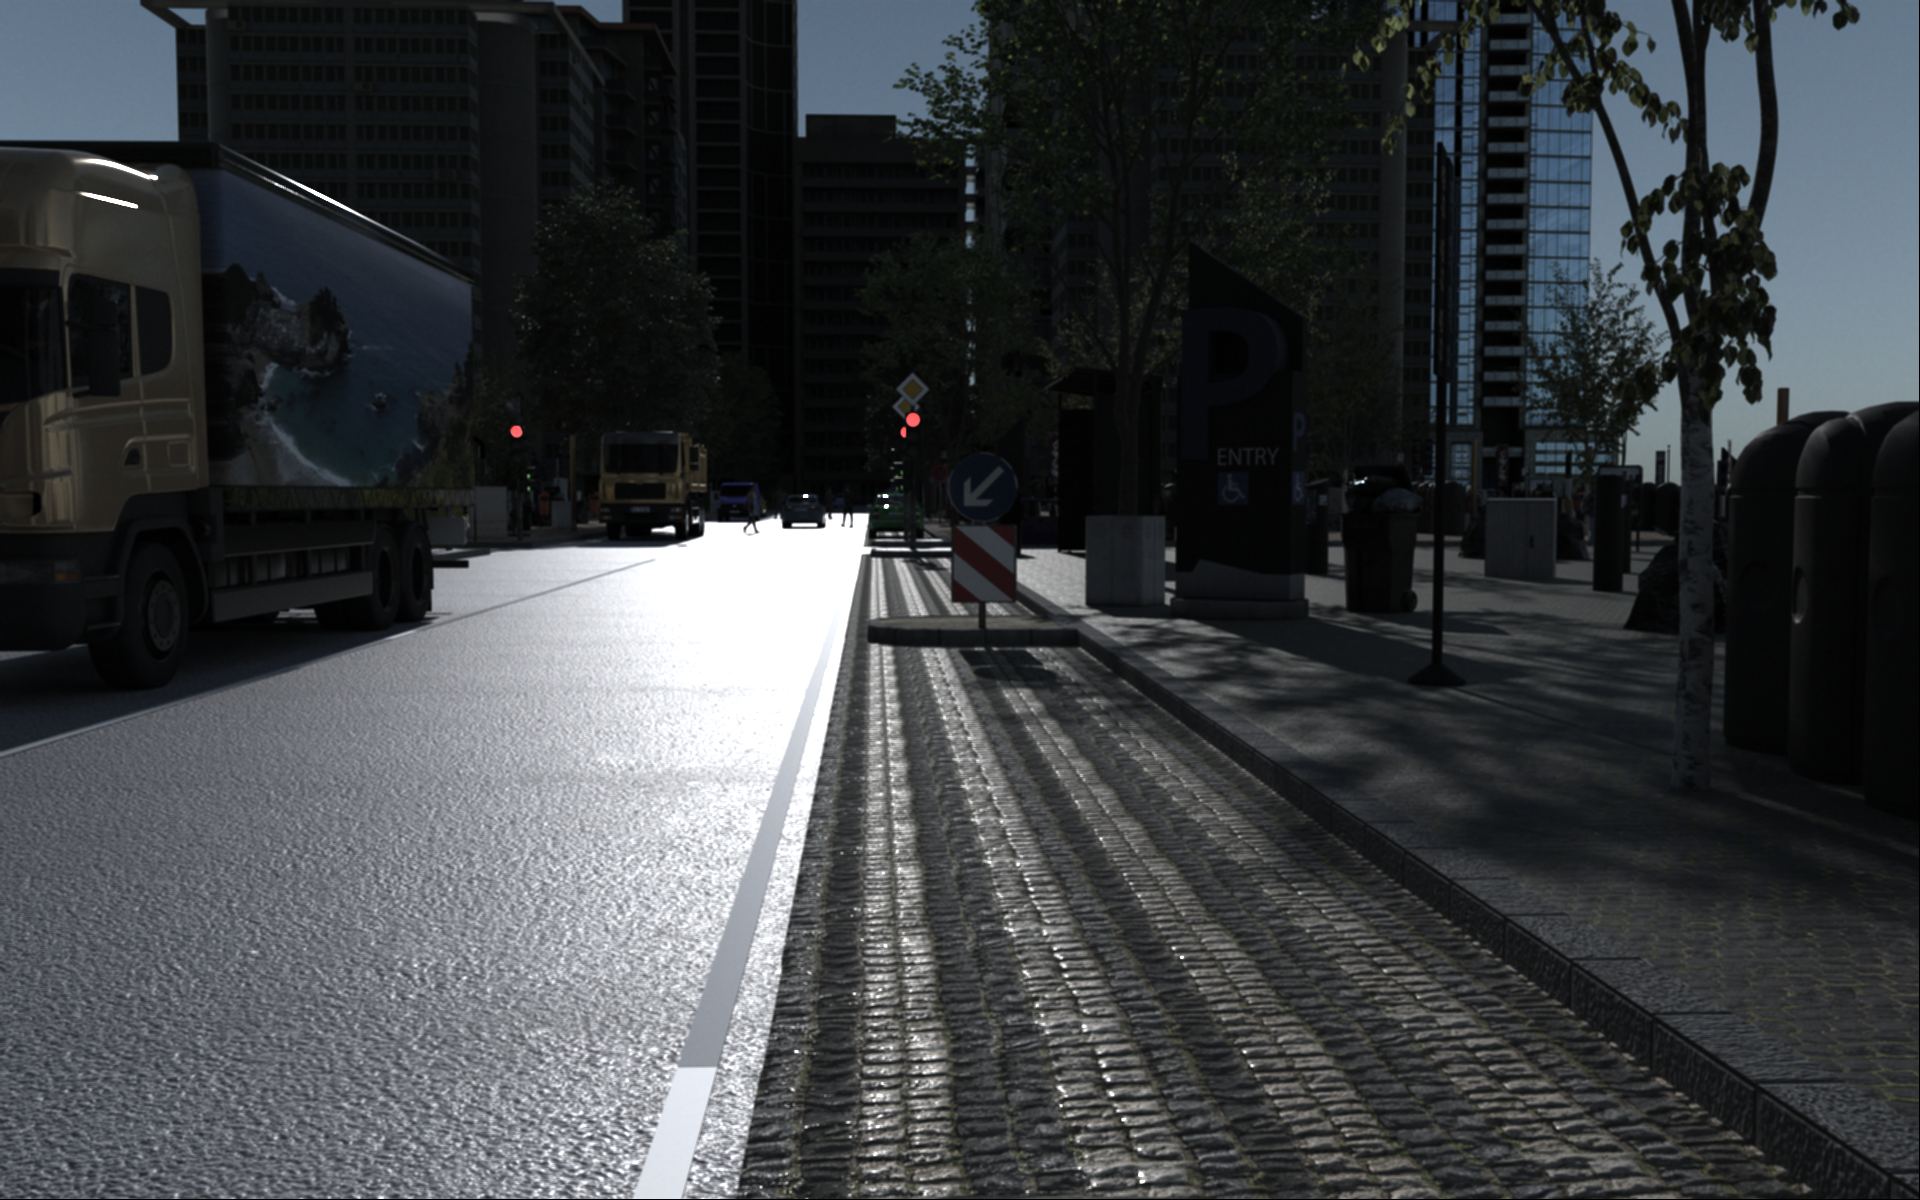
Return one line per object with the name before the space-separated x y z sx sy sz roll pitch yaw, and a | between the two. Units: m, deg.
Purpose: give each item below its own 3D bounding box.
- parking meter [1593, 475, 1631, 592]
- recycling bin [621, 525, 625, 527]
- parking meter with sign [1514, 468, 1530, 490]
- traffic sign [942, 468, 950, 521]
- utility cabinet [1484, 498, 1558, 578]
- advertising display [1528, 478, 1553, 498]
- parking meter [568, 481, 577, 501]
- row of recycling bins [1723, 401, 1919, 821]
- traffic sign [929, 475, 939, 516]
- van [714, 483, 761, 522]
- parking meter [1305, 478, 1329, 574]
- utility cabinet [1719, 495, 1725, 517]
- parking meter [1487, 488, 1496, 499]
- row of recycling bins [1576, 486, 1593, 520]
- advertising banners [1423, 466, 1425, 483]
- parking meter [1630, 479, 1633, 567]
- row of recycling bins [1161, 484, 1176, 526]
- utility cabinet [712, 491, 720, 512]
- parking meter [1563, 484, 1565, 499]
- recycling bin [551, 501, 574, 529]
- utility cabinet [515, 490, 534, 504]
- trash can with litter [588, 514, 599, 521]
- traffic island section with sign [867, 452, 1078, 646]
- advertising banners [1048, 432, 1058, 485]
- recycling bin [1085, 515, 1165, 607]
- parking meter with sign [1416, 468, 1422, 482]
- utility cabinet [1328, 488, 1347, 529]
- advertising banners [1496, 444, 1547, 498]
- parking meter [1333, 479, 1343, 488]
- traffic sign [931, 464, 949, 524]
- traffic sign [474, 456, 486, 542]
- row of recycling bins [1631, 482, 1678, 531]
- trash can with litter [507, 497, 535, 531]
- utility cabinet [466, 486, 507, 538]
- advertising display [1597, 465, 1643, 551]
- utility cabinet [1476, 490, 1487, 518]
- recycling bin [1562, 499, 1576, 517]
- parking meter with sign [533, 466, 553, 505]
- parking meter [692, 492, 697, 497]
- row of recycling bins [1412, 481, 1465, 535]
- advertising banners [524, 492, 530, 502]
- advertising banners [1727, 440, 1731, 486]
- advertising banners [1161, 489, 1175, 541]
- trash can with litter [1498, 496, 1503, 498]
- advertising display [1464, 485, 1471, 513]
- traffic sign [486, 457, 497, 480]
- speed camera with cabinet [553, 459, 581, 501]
parking meter | 8.590 -0.888 22.931 0.372 1.533 0.369 0 3 0
recycling bin | -13.476 -3.401 68.167 0.722 1.027 0.722 1 4 9
parking meter with sign | 36.919 -7.223 114.355 0.543 3.016 1.738 3 5 45
traffic sign | -0.664 -5.122 83.848 0.768 2.556 0.104 0 4 2
utility cabinet | 8.638 -0.950 26.689 1.020 1.237 0.306 2 4 29
advertising display | 23.742 -4.014 70.842 0.974 1.923 0.123 1 4 8
parking meter | -17.385 -4.402 77.687 0.399 1.863 0.255 0 4 -7
row of recycling bins | 4.231 -0.015 7.351 1.069 1.692 3.534 0 4 3
traffic sign | -1.433 -6.195 101.391 0.768 2.556 0.104 0 4 5
van | -11.647 -5.317 91.320 2.240 2.365 5.245 0 4 -2
parking meter | 5.717 -1.183 27.758 0.372 1.533 0.369 0 3 0
utility cabinet | 33.773 -4.056 77.479 0.306 1.237 1.020 -2 4 -34
parking meter | 23.888 -4.248 77.862 0.372 1.533 0.369 0 3 0
row of recycling bins | 30.944 -4.687 83.737 1.069 1.692 3.534 -1 4 -11
advertising banners | 28.512 -6.826 107.797 0.090 3.025 2.074 0 4 -8
parking meter | 10.798 -1.220 28.363 0.372 1.533 0.369 0 3 0
row of recycling bins | 8.193 -3.919 71.192 1.069 1.692 3.534 -1 4 -14
utility cabinet | -16.780 -6.818 120.151 0.318 1.500 1.173 3 4 37
parking meter | 42.204 -7.022 120.527 0.255 1.863 0.399 3 4 36
recycling bin | -14.558 -3.125 63.645 0.722 1.027 0.722 -2 4 -31
utility cabinet | -23.035 -5.075 91.648 1.173 1.500 0.318 3 4 38
trash can with litter | -16.800 -4.407 83.109 1.678 1.210 2.233 -1 4 -10
traffic island section with sign | 0.075 -0.526 17.222 1.989 1.847 2.006 0 4 -3
advertising banners | 3.209 -3.198 48.471 0.090 3.025 2.074 -3 5 -42
recycling bin | 1.920 -0.460 20.081 0.722 1.027 0.722 2 4 30
parking meter with sign | 29.776 -7.229 114.463 0.543 3.016 1.738 -2 4 -26
utility cabinet | 13.486 -3.291 62.493 1.173 1.500 0.318 2 4 30
advertising banners | 19.327 -3.886 59.719 0.090 3.025 2.074 -3 4 -36
parking meter | 15.126 -3.891 69.328 0.255 1.863 0.399 -2 4 -34
traffic sign | -0.856 -4.528 74.134 0.768 2.556 0.104 0 4 4
traffic sign | -13.066 -2.722 46.642 0.606 2.300 0.079 0 4 6
row of recycling bins | 24.391 -3.257 60.372 1.069 1.692 3.534 -2 4 -30
trash can with litter | -15.543 -3.030 60.934 1.055 1.170 0.624 -3 4 -37
utility cabinet | -13.870 -2.570 50.694 1.173 1.500 0.318 -3 5 -42
advertising display | 14.822 -2.063 38.942 0.974 1.923 0.123 3 5 40
utility cabinet | 26.570 -4.870 88.309 0.318 1.500 1.173 0 4 -1
recycling bin | 32.143 -4.822 91.391 0.722 1.027 0.722 3 5 44
parking meter with sign | -25.342 -6.731 106.311 1.738 3.016 0.543 0 4 2
parking meter | -16.275 -5.970 106.025 0.372 1.533 0.369 0 3 0
row of recycling bins | 15.381 -2.952 55.380 1.069 1.692 3.534 0 4 2
advertising banners | -21.893 -5.572 87.294 0.090 3.025 2.074 0 4 -3
advertising banners | 25.263 -3.695 56.602 0.090 3.025 2.074 2 4 35
advertising banners | 6.426 -3.164 47.918 2.074 3.025 0.090 -1 4 -13
trash can with litter | 26.112 -4.403 83.044 2.233 1.210 1.678 2 4 33
advertising display | 34.784 -6.936 118.624 0.123 1.923 0.974 3 4 38
traffic sign | -14.680 -3.246 54.255 0.795 2.450 0.064 0 4 5
speed camera with cabinet | -22.072 -6.301 97.362 0.660 3.252 2.038 -3 5 -44
